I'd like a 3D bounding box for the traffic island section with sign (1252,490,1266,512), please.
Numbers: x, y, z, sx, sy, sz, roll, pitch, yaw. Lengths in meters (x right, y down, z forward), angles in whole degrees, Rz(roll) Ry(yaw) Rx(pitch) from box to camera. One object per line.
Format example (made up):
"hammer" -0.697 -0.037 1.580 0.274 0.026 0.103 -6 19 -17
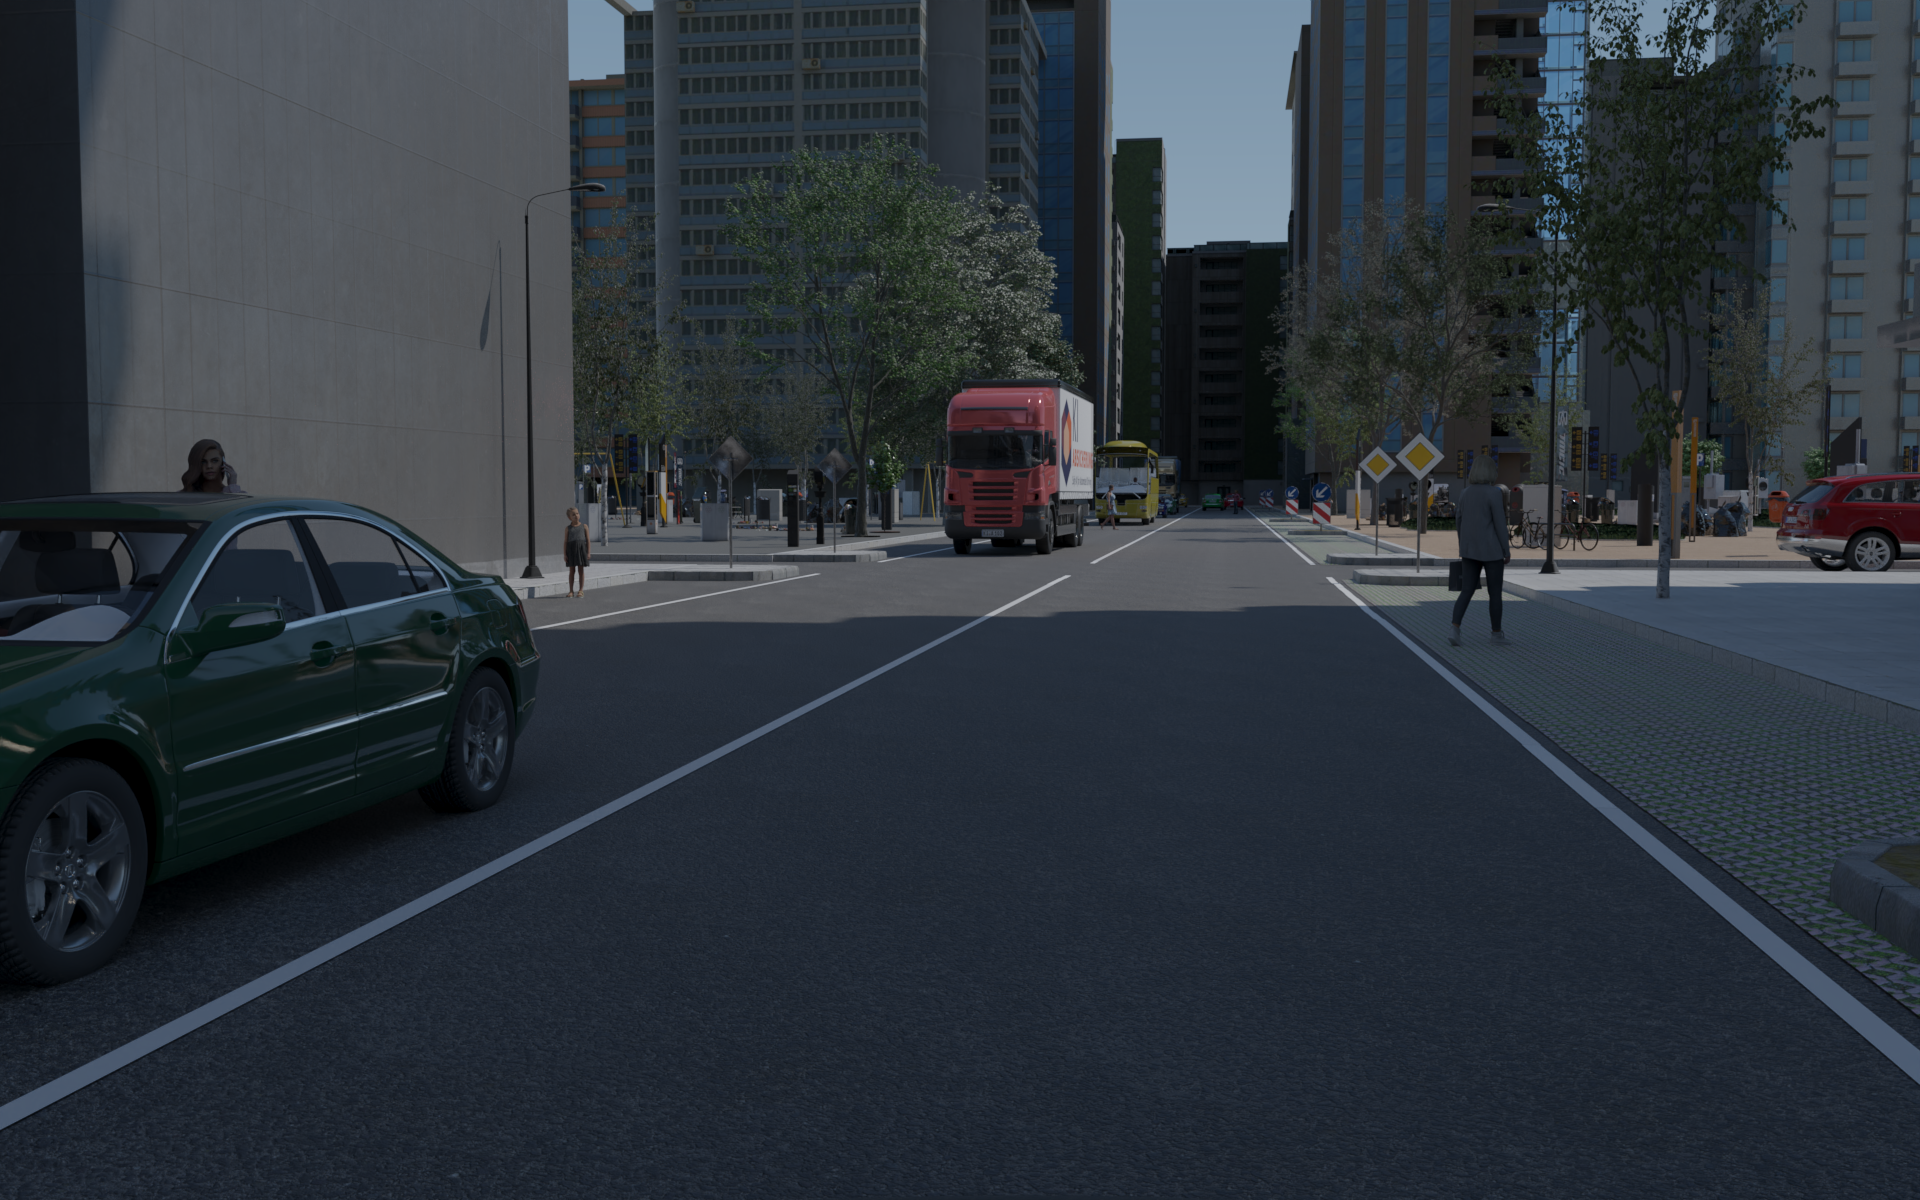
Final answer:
"traffic island section with sign" 24.299 -7.834 136.721 1.989 1.847 2.006 1 4 9

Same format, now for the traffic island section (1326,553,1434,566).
"traffic island section" 8.695 -0.844 36.076 2.009 0.180 2.903 1 4 9

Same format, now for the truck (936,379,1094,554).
"truck" 1.643 -3.408 44.627 2.839 4.237 11.283 1 4 10

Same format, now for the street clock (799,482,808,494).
"street clock" -8.899 -5.737 98.362 0.471 2.002 0.358 2 4 27

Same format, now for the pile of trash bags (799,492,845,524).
"pile of trash bags" -6.136 -4.070 76.301 1.912 1.369 3.447 3 5 44

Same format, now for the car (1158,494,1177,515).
"car" 13.987 -6.611 119.888 2.131 1.459 4.920 1 4 10

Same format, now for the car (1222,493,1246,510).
"car" 24.890 -9.083 157.547 2.155 1.783 4.494 1 4 9

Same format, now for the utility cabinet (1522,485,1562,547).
"utility cabinet" 14.125 -2.039 42.020 0.318 1.500 1.173 -1 4 -15

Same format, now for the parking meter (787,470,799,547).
"parking meter" -4.048 -2.221 42.027 0.255 1.863 0.399 0 4 0

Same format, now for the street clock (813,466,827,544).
"street clock" -3.567 -2.425 44.212 0.358 2.002 0.471 0 4 5

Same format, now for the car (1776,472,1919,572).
"car" 17.579 -1.371 31.086 5.304 1.827 2.281 0 4 7

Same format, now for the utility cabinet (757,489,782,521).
"utility cabinet" -9.015 -4.484 81.999 1.173 1.500 0.318 1 4 20

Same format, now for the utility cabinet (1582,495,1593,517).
"utility cabinet" 35.803 -5.365 98.878 0.306 1.237 1.020 2 4 35

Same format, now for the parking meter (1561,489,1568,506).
"parking meter" 27.566 -4.321 79.063 0.372 1.533 0.369 0 3 0

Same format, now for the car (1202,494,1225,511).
"car" 21.731 -8.551 148.600 1.959 1.807 4.718 1 4 10

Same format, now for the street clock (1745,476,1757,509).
"street clock" 32.330 -4.052 70.817 0.471 2.002 0.358 -2 4 -33

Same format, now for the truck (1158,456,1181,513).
"truck" 15.257 -8.671 130.681 2.839 4.237 11.283 1 4 9

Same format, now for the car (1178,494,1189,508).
"car" 23.477 -10.720 185.496 2.015 1.641 3.980 1 4 9

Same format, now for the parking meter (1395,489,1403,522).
"parking meter" 20.522 -4.437 80.962 0.372 1.533 0.369 0 3 0

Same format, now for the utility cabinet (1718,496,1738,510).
"utility cabinet" 28.282 -3.221 63.825 0.306 1.237 1.020 0 4 -1

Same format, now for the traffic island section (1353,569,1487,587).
"traffic island section" 7.474 -0.361 28.185 2.009 0.180 2.903 1 4 9

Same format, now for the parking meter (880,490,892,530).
"parking meter" -2.632 -3.429 61.780 0.399 1.863 0.255 0 4 7

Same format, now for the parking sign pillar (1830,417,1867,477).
"parking sign pillar" 31.412 -4.452 61.269 1.447 3.967 1.447 -1 4 -15

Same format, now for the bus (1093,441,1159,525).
"bus" 8.087 -5.616 83.361 2.896 3.916 12.252 1 4 8

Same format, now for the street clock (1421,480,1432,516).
"street clock" 22.918 -4.928 85.147 0.471 2.002 0.358 0 4 2

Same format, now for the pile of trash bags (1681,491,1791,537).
"pile of trash bags" 23.283 -2.594 52.169 1.912 1.369 3.447 -3 4 -37

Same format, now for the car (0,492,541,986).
"car" -3.251 0.314 6.670 2.131 1.459 4.920 1 4 9

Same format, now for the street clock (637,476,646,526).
"street clock" -12.576 -3.930 68.827 0.471 2.002 0.358 2 4 28

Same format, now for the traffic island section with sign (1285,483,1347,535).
"traffic island section with sign" 12.523 -3.185 60.711 1.989 1.847 2.006 1 4 9

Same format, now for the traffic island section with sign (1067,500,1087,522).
"traffic island section with sign" 5.510 -4.920 89.072 1.989 1.847 2.006 1 4 9

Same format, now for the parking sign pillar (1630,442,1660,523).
"parking sign pillar" 30.514 -5.412 76.952 1.447 3.967 1.447 -3 4 -38

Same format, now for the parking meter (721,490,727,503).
"parking meter" -13.386 -5.476 97.951 0.372 1.533 0.369 0 3 0

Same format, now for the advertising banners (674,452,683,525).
"advertising banners" -11.897 -4.704 73.095 0.090 3.025 2.074 0 4 0

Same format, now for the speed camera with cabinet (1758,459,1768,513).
"speed camera with cabinet" 44.979 -6.384 98.713 2.038 3.252 0.660 -1 4 -10

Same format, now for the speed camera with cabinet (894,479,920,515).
"speed camera with cabinet" -3.306 -6.798 105.480 0.660 3.252 2.038 -3 5 -41

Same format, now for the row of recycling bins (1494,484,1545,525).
"row of recycling bins" 22.651 -3.939 71.515 3.534 1.692 1.069 3 4 38

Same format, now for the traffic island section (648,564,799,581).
"traffic island section" -3.981 -0.469 29.956 2.009 0.180 2.903 1 4 9

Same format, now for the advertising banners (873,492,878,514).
"advertising banners" -4.883 -7.120 112.606 2.074 3.025 0.090 3 5 41

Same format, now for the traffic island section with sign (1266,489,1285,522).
"traffic island section with sign" 16.857 -4.897 88.686 1.989 1.847 2.006 1 4 9

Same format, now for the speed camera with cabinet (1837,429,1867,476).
"speed camera with cabinet" 27.918 -3.607 53.305 2.038 3.252 0.660 -2 4 -24

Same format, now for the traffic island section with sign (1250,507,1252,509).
"traffic island section with sign" 28.485 -9.486 163.727 1.989 1.847 2.006 1 4 9

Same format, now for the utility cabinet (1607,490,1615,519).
"utility cabinet" 33.047 -4.849 87.963 0.318 1.500 1.173 1 4 16

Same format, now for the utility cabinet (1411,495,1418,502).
"utility cabinet" 26.549 -5.512 101.287 0.306 1.237 1.020 0 4 8

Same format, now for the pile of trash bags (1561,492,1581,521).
"pile of trash bags" 26.326 -4.116 77.056 3.447 1.369 1.912 -2 4 -32

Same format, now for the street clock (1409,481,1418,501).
"street clock" 25.756 -5.742 98.449 0.471 2.002 0.358 -1 4 -17

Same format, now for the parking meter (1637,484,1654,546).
"parking meter" 16.926 -2.101 42.769 0.372 1.533 0.369 0 3 0

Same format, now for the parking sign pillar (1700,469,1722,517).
"parking sign pillar" 41.340 -6.541 95.415 1.447 3.967 1.447 -2 4 -26

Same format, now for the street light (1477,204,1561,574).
"street light" 8.971 -3.381 27.827 1.470 5.913 1.316 1 4 9

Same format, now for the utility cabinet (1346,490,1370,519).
"utility cabinet" 20.589 -4.944 89.518 1.173 1.500 0.318 1 4 9

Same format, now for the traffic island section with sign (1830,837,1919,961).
"traffic island section with sign" 3.967 0.195 5.446 1.989 1.847 2.006 1 4 9

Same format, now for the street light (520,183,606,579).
"street light" -5.983 -3.276 26.110 1.470 5.913 1.316 1 4 9

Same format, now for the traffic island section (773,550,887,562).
"traffic island section" -2.759 -0.952 37.848 2.009 0.180 2.903 1 4 9

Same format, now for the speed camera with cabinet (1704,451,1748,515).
"speed camera with cabinet" 34.700 -5.142 78.403 0.660 3.252 2.038 -2 4 -25

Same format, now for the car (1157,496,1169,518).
"car" 11.654 -5.637 104.744 1.945 1.354 3.894 0 4 8

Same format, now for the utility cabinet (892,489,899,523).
"utility cabinet" -2.968 -4.171 76.876 0.318 1.500 1.173 0 4 7
